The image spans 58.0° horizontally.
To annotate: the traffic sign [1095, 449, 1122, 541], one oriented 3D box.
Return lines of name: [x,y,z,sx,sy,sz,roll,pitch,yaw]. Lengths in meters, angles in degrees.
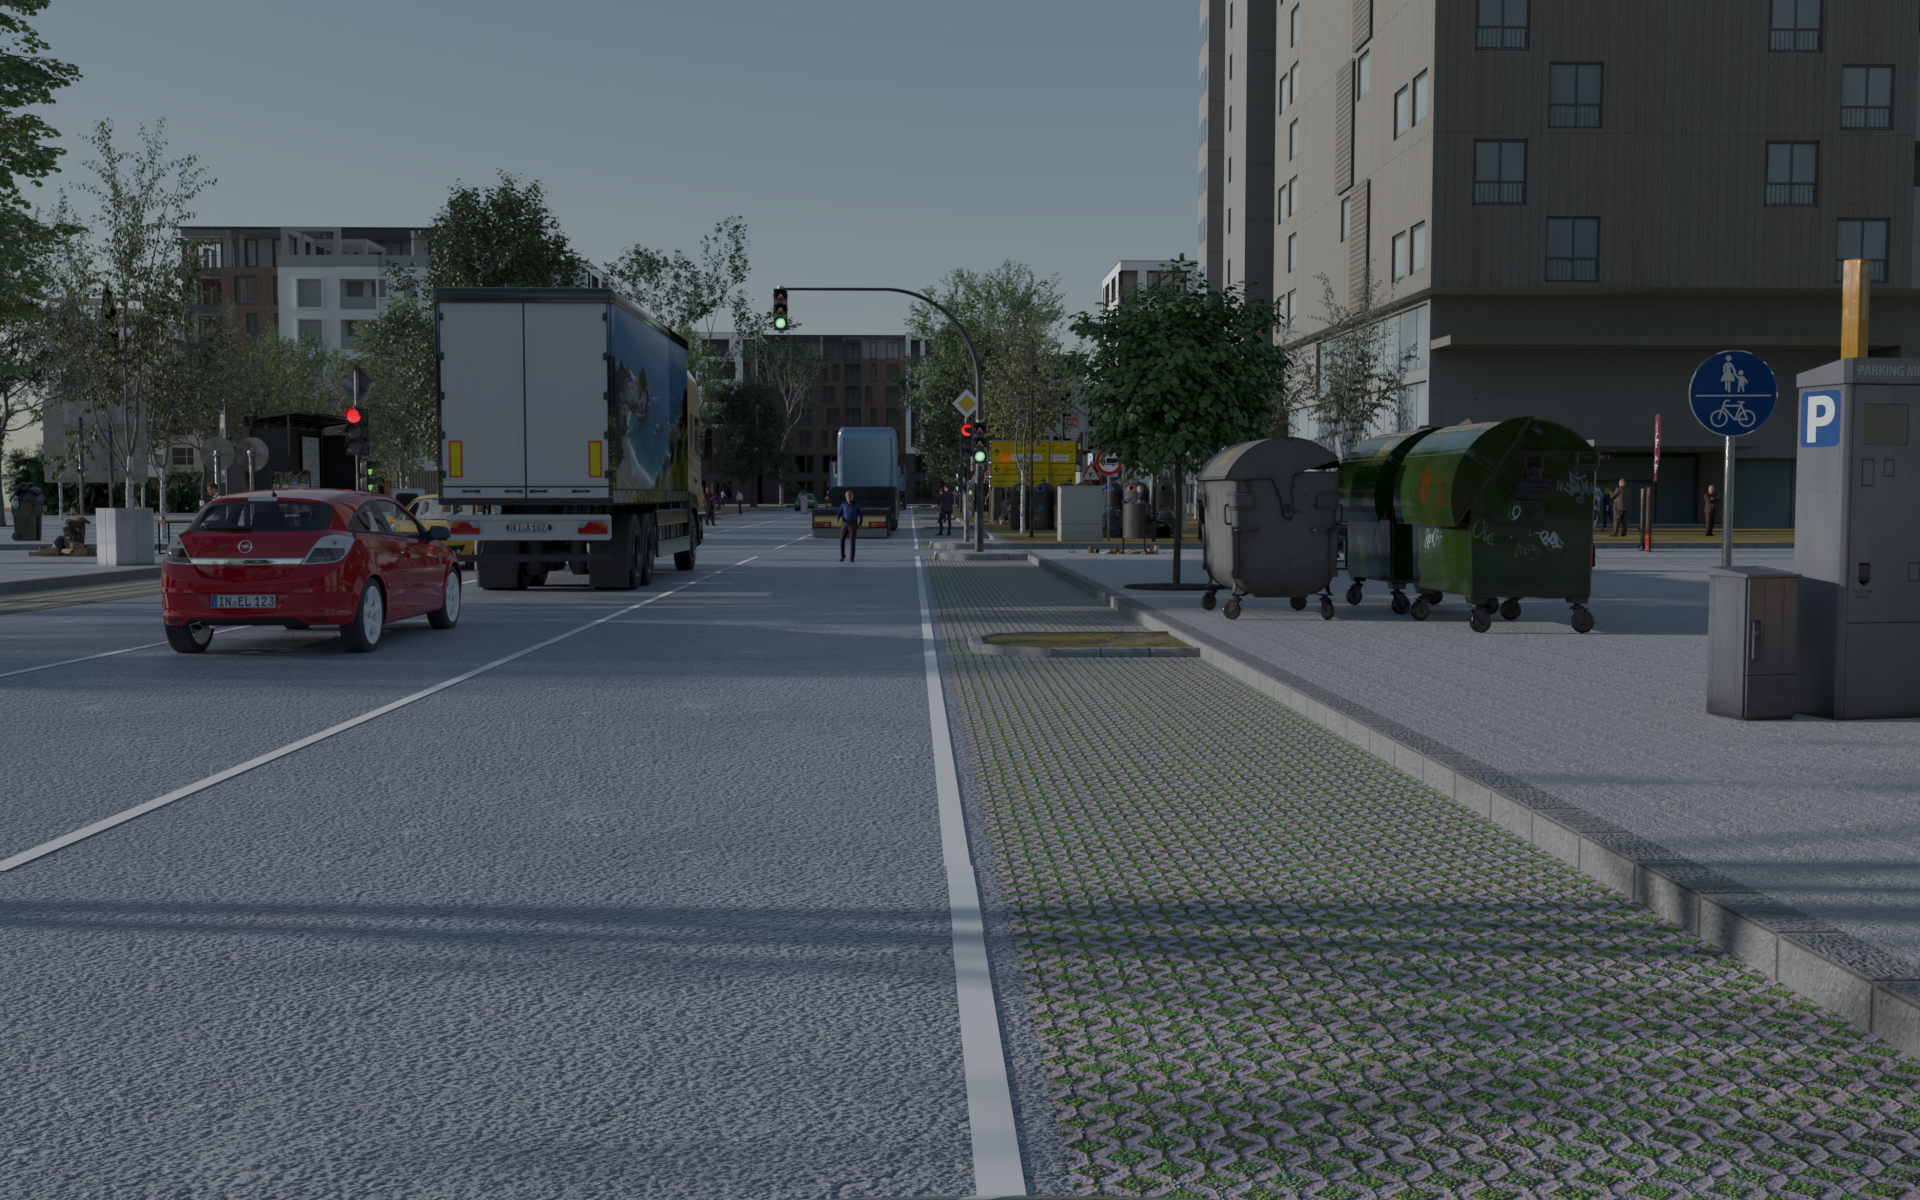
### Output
traffic sign: [4.101,-2.908,47.648,0.768,2.556,0.104,0,4,7]

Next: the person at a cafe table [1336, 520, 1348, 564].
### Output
person at a cafe table: [7.233,-1.451,32.234,1.622,1.524,1.698,-2,4,-26]

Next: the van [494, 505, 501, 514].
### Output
van: [-13.575,-2.876,54.030,2.013,2.044,4.112,0,4,-2]

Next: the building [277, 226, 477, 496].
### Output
building: [-39.902,-16.564,127.246,16.016,20.091,11.380,0,4,-2]

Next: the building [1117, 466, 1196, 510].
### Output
building: [18.393,-11.980,138.024,9.099,9.664,28.070,0,4,-2]

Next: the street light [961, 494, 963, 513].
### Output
street light: [0.106,-9.027,120.382,0.468,5.910,1.993,0,4,-2]

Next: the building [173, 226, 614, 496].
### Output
building: [-46.412,-18.655,148.992,27.936,21.610,32.646,0,4,-2]

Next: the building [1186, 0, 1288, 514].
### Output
building: [25.404,-34.531,106.581,21.231,58.520,28.212,0,4,-2]

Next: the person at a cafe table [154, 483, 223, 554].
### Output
person at a cafe table: [-16.210,-1.732,36.833,1.622,1.524,1.698,-2,4,-35]

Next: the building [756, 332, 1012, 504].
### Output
building: [-9.438,-23.780,232.781,32.646,21.610,27.936,0,4,-2]

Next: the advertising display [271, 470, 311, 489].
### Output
advertising display: [-17.825,-2.508,46.215,0.974,1.923,0.123,-1,4,-14]

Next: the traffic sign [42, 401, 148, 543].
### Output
traffic sign: [-18.914,-2.693,37.896,2.265,3.308,0.079,0,4,0]

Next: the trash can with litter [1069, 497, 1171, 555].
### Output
trash can with litter: [3.450,-1.612,37.406,2.233,1.210,1.678,2,4,31]

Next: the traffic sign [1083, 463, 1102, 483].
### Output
traffic sign: [5.375,-4.352,71.167,0.884,2.594,0.081,0,4,2]

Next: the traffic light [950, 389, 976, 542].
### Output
traffic light: [0.162,-3.511,46.328,0.839,4.253,0.868,0,4,-2]

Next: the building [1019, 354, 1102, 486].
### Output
building: [22.845,-22.118,228.088,31.486,18.905,16.747,0,4,-2]

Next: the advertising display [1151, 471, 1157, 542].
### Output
advertising display: [5.237,-2.545,46.824,0.123,1.923,0.974,0,4,4]

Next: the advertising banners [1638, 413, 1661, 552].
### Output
advertising banners: [15.271,-2.580,38.366,0.090,3.025,2.074,1,4,12]

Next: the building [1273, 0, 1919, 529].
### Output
building: [29.284,-29.664,74.251,27.495,52.752,28.713,0,4,-2]

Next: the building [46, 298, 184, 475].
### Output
building: [-81.936,-19.401,173.621,11.380,20.091,16.016,0,4,-2]

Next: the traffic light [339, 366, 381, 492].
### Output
traffic light: [-13.160,-2.998,37.937,0.839,4.253,0.868,0,4,-2]

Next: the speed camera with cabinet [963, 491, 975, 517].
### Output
speed camera with cabinet: [0.886,-6.236,96.302,0.660,3.252,2.038,2,4,30]

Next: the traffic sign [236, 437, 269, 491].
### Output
traffic sign: [-15.830,-2.363,38.734,0.768,2.556,0.104,0,4,5]

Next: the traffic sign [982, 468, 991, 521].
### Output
traffic sign: [1.454,-5.119,83.805,0.768,2.556,0.104,0,4,5]

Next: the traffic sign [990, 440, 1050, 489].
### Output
traffic sign: [2.253,-4.351,65.008,2.265,3.308,0.079,0,4,3]

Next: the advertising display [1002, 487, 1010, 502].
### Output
advertising display: [2.868,-6.755,115.662,0.974,1.923,0.123,-2,4,-26]

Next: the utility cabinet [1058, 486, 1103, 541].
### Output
utility cabinet: [3.234,-2.326,46.709,1.173,1.500,0.318,-1,4,-15]

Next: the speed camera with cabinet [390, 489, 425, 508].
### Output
speed camera with cabinet: [-15.973,-3.514,51.783,2.038,3.252,0.660,-1,4,-22]

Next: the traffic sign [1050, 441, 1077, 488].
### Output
traffic sign: [3.317,-4.410,65.978,2.265,3.308,0.079,0,4,6]

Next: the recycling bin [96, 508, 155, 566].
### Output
recycling bin: [-15.096,-1.148,31.330,0.722,1.027,0.722,2,4,35]

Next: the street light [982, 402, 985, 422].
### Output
street light: [1.073,-6.907,85.710,0.468,5.910,1.993,0,4,-2]

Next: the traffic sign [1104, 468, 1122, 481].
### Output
traffic sign: [6.116,-4.240,69.429,0.768,2.556,0.104,0,4,5]

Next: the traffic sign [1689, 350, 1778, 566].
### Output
traffic sign: [6.830,-0.935,15.390,0.768,2.556,0.104,0,4,3]

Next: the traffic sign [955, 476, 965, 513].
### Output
traffic sign: [0.014,-7.071,115.715,0.768,2.556,0.104,0,4,7]

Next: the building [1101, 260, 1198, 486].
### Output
building: [27.404,-19.832,168.234,27.936,21.610,32.646,0,4,-2]

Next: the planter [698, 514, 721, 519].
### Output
planter: [-14.631,-4.721,98.329,1.991,0.319,1.994,0,4,-2]

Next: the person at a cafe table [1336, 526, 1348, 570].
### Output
person at a cafe table: [7.087,-1.139,29.489,1.726,1.238,1.698,2,4,34]

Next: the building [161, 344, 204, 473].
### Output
building: [-60.500,-18.802,173.875,31.486,18.905,16.747,0,4,-2]

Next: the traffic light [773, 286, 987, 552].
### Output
traffic light: [-1.693,-3.882,38.145,4.771,5.953,1.251,0,4,-2]

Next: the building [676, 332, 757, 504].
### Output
building: [-42.506,-23.734,232.028,32.646,21.610,27.936,0,4,-2]

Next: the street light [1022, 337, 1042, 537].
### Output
street light: [2.116,-4.790,51.110,0.468,5.910,1.993,0,4,-2]

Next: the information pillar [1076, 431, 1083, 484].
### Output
information pillar: [4.489,-4.509,65.081,0.183,3.616,0.504,-1,4,-19]

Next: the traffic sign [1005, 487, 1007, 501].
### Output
traffic sign: [2.707,-6.218,101.773,0.768,2.556,0.104,0,4,4]

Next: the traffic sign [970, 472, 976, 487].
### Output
traffic sign: [0.860,-6.129,100.211,0.884,2.594,0.081,0,4,7]

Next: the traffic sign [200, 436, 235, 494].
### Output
traffic sign: [-16.409,-2.335,38.284,0.768,2.556,0.104,0,4,0]
